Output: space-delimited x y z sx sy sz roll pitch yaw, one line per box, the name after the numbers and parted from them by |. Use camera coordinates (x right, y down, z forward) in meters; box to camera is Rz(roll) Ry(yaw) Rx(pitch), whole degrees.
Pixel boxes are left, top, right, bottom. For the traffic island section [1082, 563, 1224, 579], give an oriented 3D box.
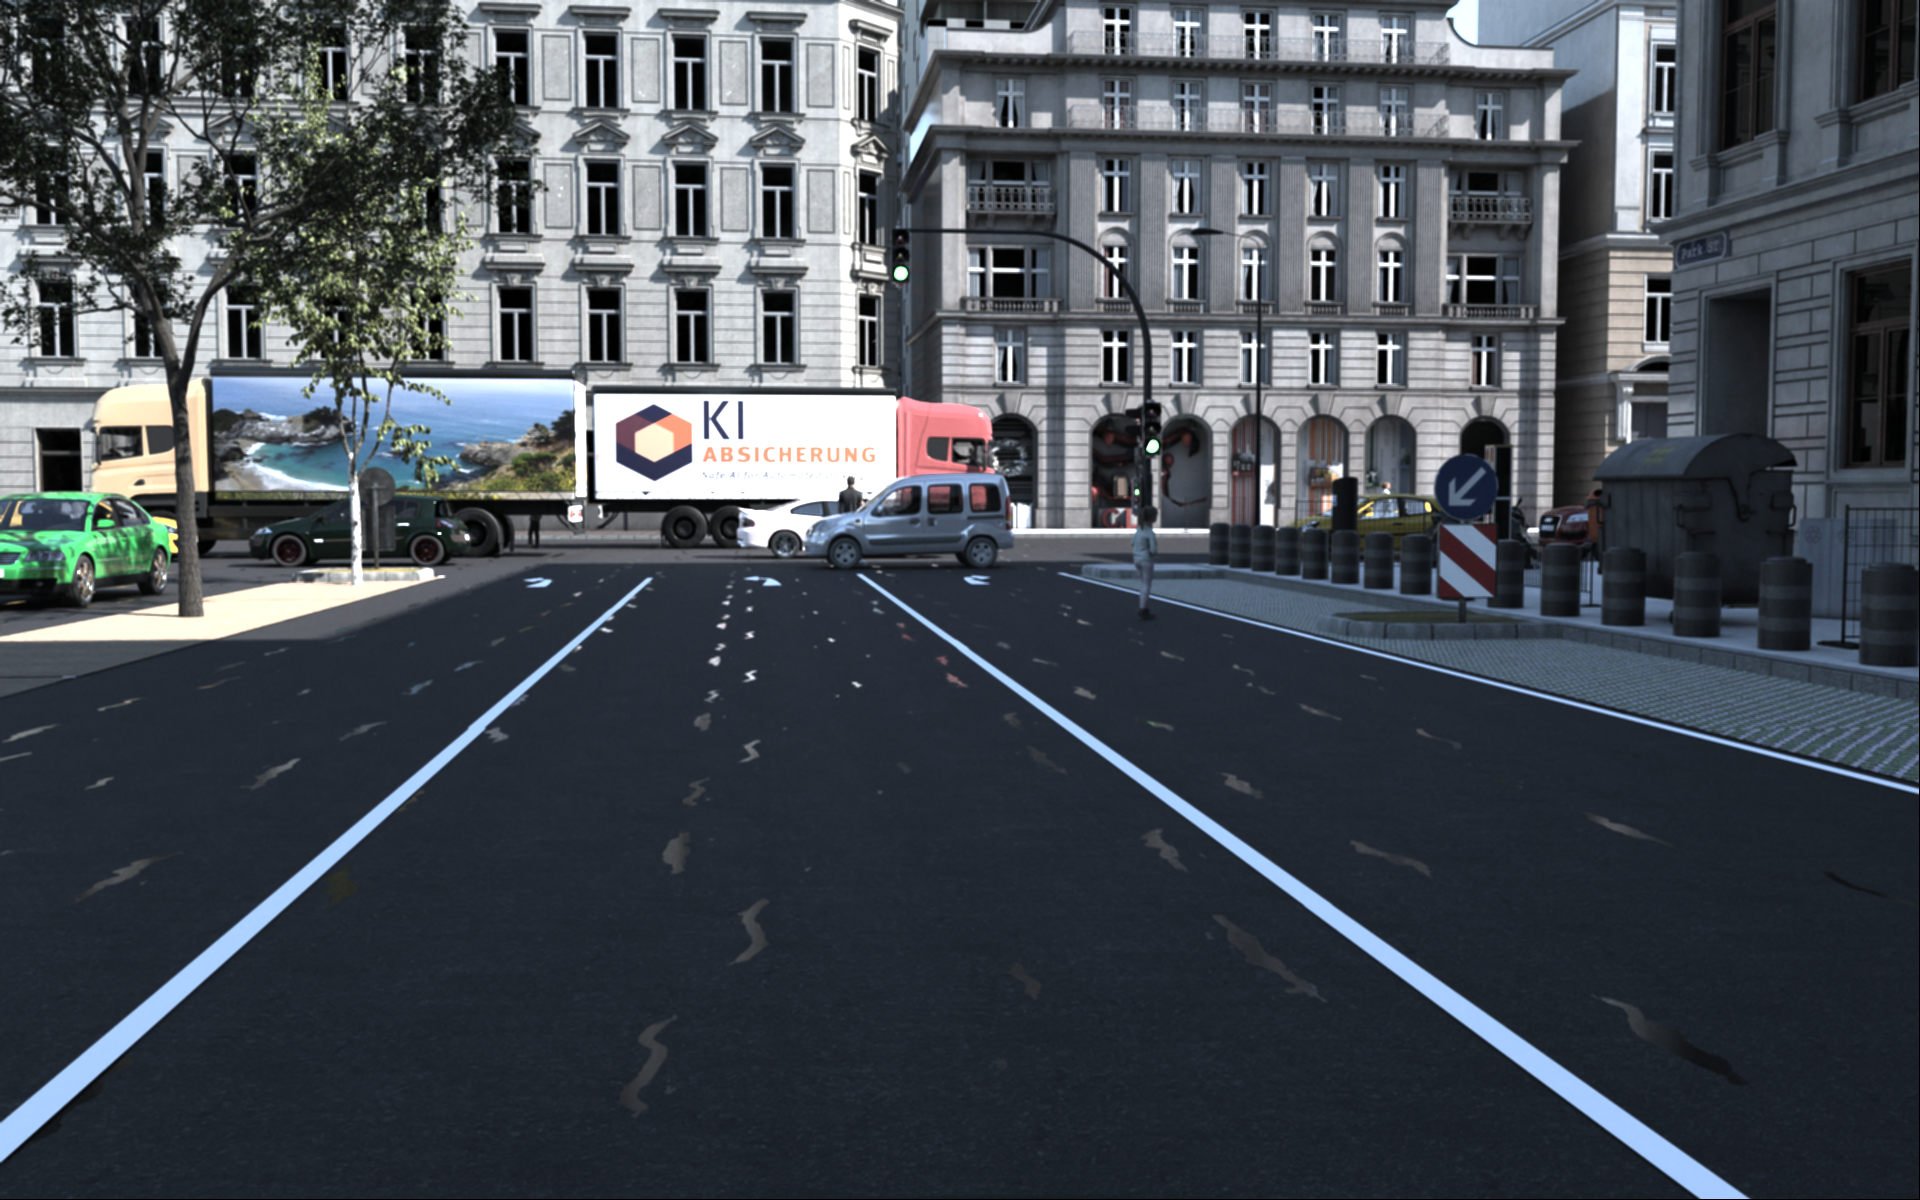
3.280 -0.495 30.372 2.009 0.180 2.903 0 4 -7 | traffic island section

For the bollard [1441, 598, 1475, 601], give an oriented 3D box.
6.014 -0.379 20.906 0.404 0.777 0.398 0 3 0 | bollard

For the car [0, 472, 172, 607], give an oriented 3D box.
-12.108 -0.881 23.204 1.959 1.807 4.718 0 4 -7 | car

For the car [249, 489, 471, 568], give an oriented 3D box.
-11.999 -1.525 34.724 4.222 1.686 2.009 -1 4 -8 | car

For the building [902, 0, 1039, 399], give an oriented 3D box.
9.425 -34.374 151.256 28.713 52.752 27.495 0 4 -7 | building

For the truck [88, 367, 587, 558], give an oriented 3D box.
-14.349 -3.097 39.556 11.283 4.237 2.839 0 4 -6 | truck

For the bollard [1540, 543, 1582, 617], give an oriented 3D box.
6.338 -0.217 18.271 0.404 0.777 0.398 0 3 0 | bollard

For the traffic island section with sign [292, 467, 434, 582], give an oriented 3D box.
-9.913 -1.276 29.003 2.006 1.907 1.989 0 4 -7 | traffic island section with sign

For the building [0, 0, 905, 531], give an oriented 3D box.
-24.220 -17.719 66.129 44.131 29.872 17.030 0 4 -7 | building

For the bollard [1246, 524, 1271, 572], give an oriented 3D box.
5.048 -0.860 28.782 0.404 0.777 0.398 0 3 0 | bollard

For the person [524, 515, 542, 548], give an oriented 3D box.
-11.323 -2.048 45.888 0.340 1.345 0.435 1 4 16 | person

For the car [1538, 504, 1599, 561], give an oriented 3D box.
14.592 -1.658 35.782 5.304 1.827 2.281 0 4 -8 | car

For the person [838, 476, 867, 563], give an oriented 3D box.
-2.223 -1.676 36.030 0.598 1.807 0.434 1 4 21 | person

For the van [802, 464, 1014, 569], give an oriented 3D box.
-1.026 -1.644 33.893 4.112 2.044 2.013 -1 4 -9 | van

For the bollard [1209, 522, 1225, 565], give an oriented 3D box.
4.725 -1.022 31.424 0.404 0.777 0.398 0 3 0 | bollard

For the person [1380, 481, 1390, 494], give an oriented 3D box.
12.313 -2.542 50.293 0.641 1.798 0.478 0 4 -3 | person

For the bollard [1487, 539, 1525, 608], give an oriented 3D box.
6.174 -0.298 19.594 0.404 0.777 0.398 0 3 0 | bollard

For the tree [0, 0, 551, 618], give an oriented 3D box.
-8.932 -5.091 20.112 8.767 10.594 7.601 0 4 -7 | tree

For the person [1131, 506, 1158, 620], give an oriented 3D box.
2.135 -0.431 19.820 0.394 1.301 0.425 -3 5 -44 | person

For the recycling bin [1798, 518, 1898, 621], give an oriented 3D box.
9.207 -0.332 17.979 0.722 1.027 0.722 -3 4 -38 | recycling bin

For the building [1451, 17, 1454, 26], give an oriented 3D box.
42.295 -34.089 181.053 21.600 48.544 21.300 0 4 -7 | building

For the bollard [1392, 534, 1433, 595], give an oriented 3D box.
5.851 -0.459 22.217 0.404 0.777 0.398 0 3 0 | bollard

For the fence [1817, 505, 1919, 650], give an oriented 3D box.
8.450 -0.206 14.576 2.264 1.192 0.480 0 4 -5 | fence

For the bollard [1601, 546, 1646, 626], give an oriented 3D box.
6.499 -0.137 16.959 0.404 0.777 0.398 0 3 0 | bollard

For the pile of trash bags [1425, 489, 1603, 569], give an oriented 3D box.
9.757 -1.254 30.258 3.447 1.369 1.912 2 4 26 | pile of trash bags

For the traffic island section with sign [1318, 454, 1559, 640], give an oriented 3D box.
4.807 -0.566 17.879 1.989 1.847 2.006 0 4 -7 | traffic island section with sign

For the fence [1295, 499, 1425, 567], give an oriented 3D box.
6.690 -1.088 28.995 2.264 1.192 0.480 1 4 10 | fence

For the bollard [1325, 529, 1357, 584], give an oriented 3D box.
5.530 -0.619 24.842 0.404 0.777 0.398 0 3 0 | bollard

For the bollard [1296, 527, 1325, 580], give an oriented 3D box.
5.370 -0.699 26.154 0.404 0.777 0.398 0 3 0 | bollard

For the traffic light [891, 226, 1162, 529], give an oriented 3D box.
1.173 -3.376 29.859 4.771 5.953 1.251 0 4 -7 | traffic light

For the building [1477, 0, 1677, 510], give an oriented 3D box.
32.960 -17.456 71.317 20.117 28.700 13.634 0 4 -7 | building

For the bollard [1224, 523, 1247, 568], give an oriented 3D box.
4.886 -0.942 30.112 0.404 0.777 0.398 0 3 0 | bollard

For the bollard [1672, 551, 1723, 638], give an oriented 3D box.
6.659 -0.056 15.639 0.404 0.777 0.398 0 3 0 | bollard

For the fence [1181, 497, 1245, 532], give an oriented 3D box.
8.722 -2.934 59.175 2.264 1.192 0.480 0 4 -8 | fence

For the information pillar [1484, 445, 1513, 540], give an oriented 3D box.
8.040 -1.309 25.890 0.304 2.012 0.304 -1 4 -9 | information pillar

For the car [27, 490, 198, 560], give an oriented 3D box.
-18.235 -1.608 36.508 3.980 1.641 2.015 -1 4 -9 | car

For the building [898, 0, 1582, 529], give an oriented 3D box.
10.090 -13.887 68.855 24.055 21.916 13.314 0 4 -7 | building

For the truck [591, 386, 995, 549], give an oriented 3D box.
-4.061 -3.529 46.609 11.283 4.237 2.839 0 4 -7 | truck

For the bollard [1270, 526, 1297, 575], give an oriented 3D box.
5.211 -0.780 27.466 0.404 0.777 0.398 0 3 0 | bollard

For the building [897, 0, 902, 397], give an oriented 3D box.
1.507 -45.028 174.454 20.563 71.187 20.611 0 4 -7 | building

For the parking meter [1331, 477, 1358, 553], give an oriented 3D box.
5.719 -1.061 25.755 0.372 1.533 0.369 0 3 0 | parking meter

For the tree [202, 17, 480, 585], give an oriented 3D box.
-9.347 -4.509 26.550 4.737 8.622 4.395 0 3 0 | tree

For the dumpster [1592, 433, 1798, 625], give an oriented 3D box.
7.330 -0.707 17.316 1.264 1.857 1.865 0 4 -7 | dumpster

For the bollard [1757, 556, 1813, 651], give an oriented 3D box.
6.820 0.025 14.316 0.404 0.777 0.398 0 3 0 | bollard

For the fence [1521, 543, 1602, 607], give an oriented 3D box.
6.968 -0.323 20.661 0.278 0.683 2.069 -1 4 -13 | fence

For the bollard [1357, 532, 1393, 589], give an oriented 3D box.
5.693 -0.539 23.529 0.404 0.777 0.398 0 3 0 | bollard

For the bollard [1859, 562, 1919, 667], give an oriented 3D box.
6.984 0.105 13.002 0.404 0.777 0.398 0 3 0 | bollard

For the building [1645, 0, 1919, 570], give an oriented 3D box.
16.874 -11.032 16.530 11.583 22.565 21.152 0 4 -7 | building

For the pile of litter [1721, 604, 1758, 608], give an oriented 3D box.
8.948 -0.384 20.240 1.176 0.858 1.719 3 4 37 | pile of litter

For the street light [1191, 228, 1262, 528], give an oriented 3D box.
4.717 -3.540 30.421 1.470 5.913 1.316 0 4 -7 | street light

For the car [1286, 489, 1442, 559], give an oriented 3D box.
9.191 -1.760 38.999 3.980 1.641 2.015 -1 4 -8 | car

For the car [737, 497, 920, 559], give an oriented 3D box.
-2.631 -1.644 39.249 4.827 1.381 2.083 0 4 -6 | car
